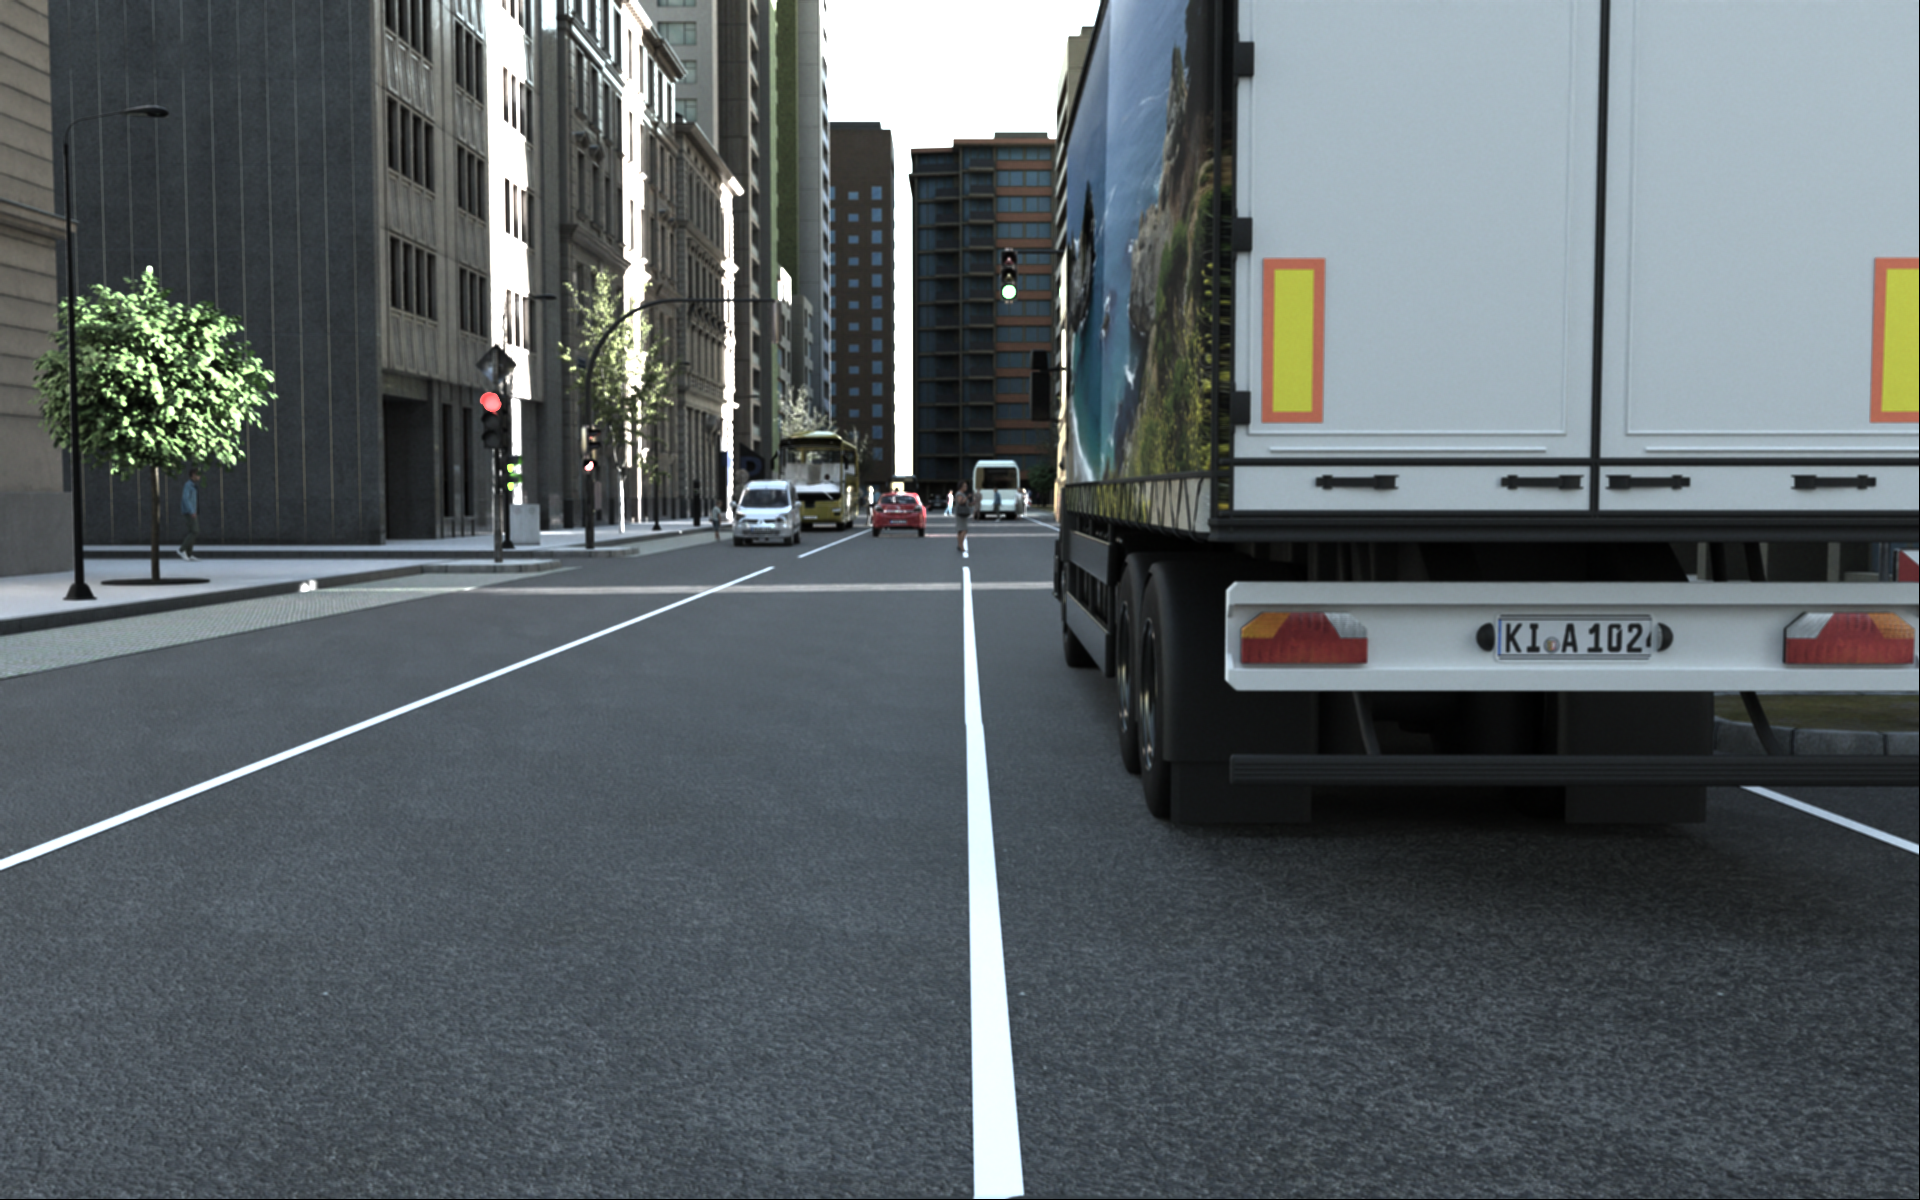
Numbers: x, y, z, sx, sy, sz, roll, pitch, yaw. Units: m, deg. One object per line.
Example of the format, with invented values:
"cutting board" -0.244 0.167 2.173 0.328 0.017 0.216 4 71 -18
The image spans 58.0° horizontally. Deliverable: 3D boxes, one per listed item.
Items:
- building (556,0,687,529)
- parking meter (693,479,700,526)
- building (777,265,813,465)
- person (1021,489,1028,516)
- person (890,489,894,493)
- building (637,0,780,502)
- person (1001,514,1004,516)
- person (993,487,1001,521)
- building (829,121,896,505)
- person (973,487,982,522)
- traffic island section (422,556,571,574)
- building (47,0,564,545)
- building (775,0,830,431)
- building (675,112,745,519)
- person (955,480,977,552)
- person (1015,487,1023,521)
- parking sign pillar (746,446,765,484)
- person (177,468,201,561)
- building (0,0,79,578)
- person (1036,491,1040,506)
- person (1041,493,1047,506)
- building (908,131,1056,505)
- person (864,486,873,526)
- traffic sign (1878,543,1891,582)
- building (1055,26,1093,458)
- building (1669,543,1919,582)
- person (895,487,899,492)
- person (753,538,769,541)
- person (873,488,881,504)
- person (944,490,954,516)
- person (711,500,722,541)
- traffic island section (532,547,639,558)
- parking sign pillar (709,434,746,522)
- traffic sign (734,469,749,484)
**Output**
"building" -19.946 -17.013 75.425 12.463 27.353 25.104 0 3 0
"parking meter" -10.509 -3.878 69.118 0.255 1.863 0.399 -1 4 -9
"building" -27.374 -18.342 144.929 27.650 21.520 28.899 0 3 0
"person" 4.188 -6.409 113.464 0.537 1.800 0.526 1 4 14
"person" -4.387 -6.431 113.915 0.850 1.792 0.678 0 4 -4
"building" -20.627 -26.867 122.865 14.154 41.232 14.086 0 3 0
"person" 3.044 -6.480 114.715 0.793 1.790 0.793 -2 4 -28
"person" 1.995 -5.074 91.799 0.444 1.785 0.601 -1 4 -12
"building" -15.006 -34.103 207.697 14.200 45.320 14.600 0 3 0
"person" 0.907 -4.939 89.599 0.599 1.781 0.374 -1 4 -23
"traffic island section" -8.687 -0.627 32.537 2.009 0.180 2.903 0 3 0
"building" -20.459 -14.336 52.420 12.078 24.808 19.932 0 3 0
"building" -27.735 -38.879 177.676 28.212 58.520 21.231 0 3 0
"building" -18.931 -16.477 98.281 11.050 23.489 19.941 0 3 0
"person" 0.122 -2.067 42.659 0.532 1.782 0.716 1 4 12
"person" 3.097 -5.099 92.087 0.478 1.798 0.641 -1 4 -15
"parking sign pillar" -10.720 -6.172 89.379 1.447 3.967 1.447 0 4 -2
"person" -14.694 -1.629 33.020 0.444 1.785 0.601 0 4 -7
"building" -25.859 -14.335 21.775 23.554 28.519 14.401 0 3 0
"person" 8.199 -10.784 183.046 0.721 1.739 1.217 0 4 -5
"person" 8.515 -10.336 175.747 0.721 1.735 1.217 -1 4 -20
"building" 6.652 -34.095 212.071 28.867 44.769 22.147 0 3 0
"person" -4.181 -4.284 78.726 0.526 1.800 0.537 1 4 9
"traffic sign" 7.643 -0.867 14.284 0.768 2.556 0.104 0 4 8
"building" 20.955 -33.843 177.035 21.300 48.544 21.600 0 3 0
"building" 20.652 -21.981 14.015 22.147 44.769 28.867 0 3 0
"person" -3.167 -4.710 85.845 0.374 1.781 0.599 0 4 -4
"person" -6.126 -2.735 53.612 0.661 1.777 0.834 -2 4 -28
"person" -5.165 -6.132 109.099 0.601 1.785 0.444 1 4 14
"person" -0.730 -6.483 115.339 0.643 1.720 0.563 2 4 27
"person" -7.391 -2.412 52.616 0.352 1.250 0.332 -1 4 -12
"traffic island section" -8.674 -1.116 40.522 2.009 0.180 2.903 0 3 0
"parking sign pillar" -10.721 -5.533 78.944 1.447 3.967 1.447 0 4 2
"traffic sign" -10.994 -5.327 87.210 0.768 2.556 0.104 0 4 2
